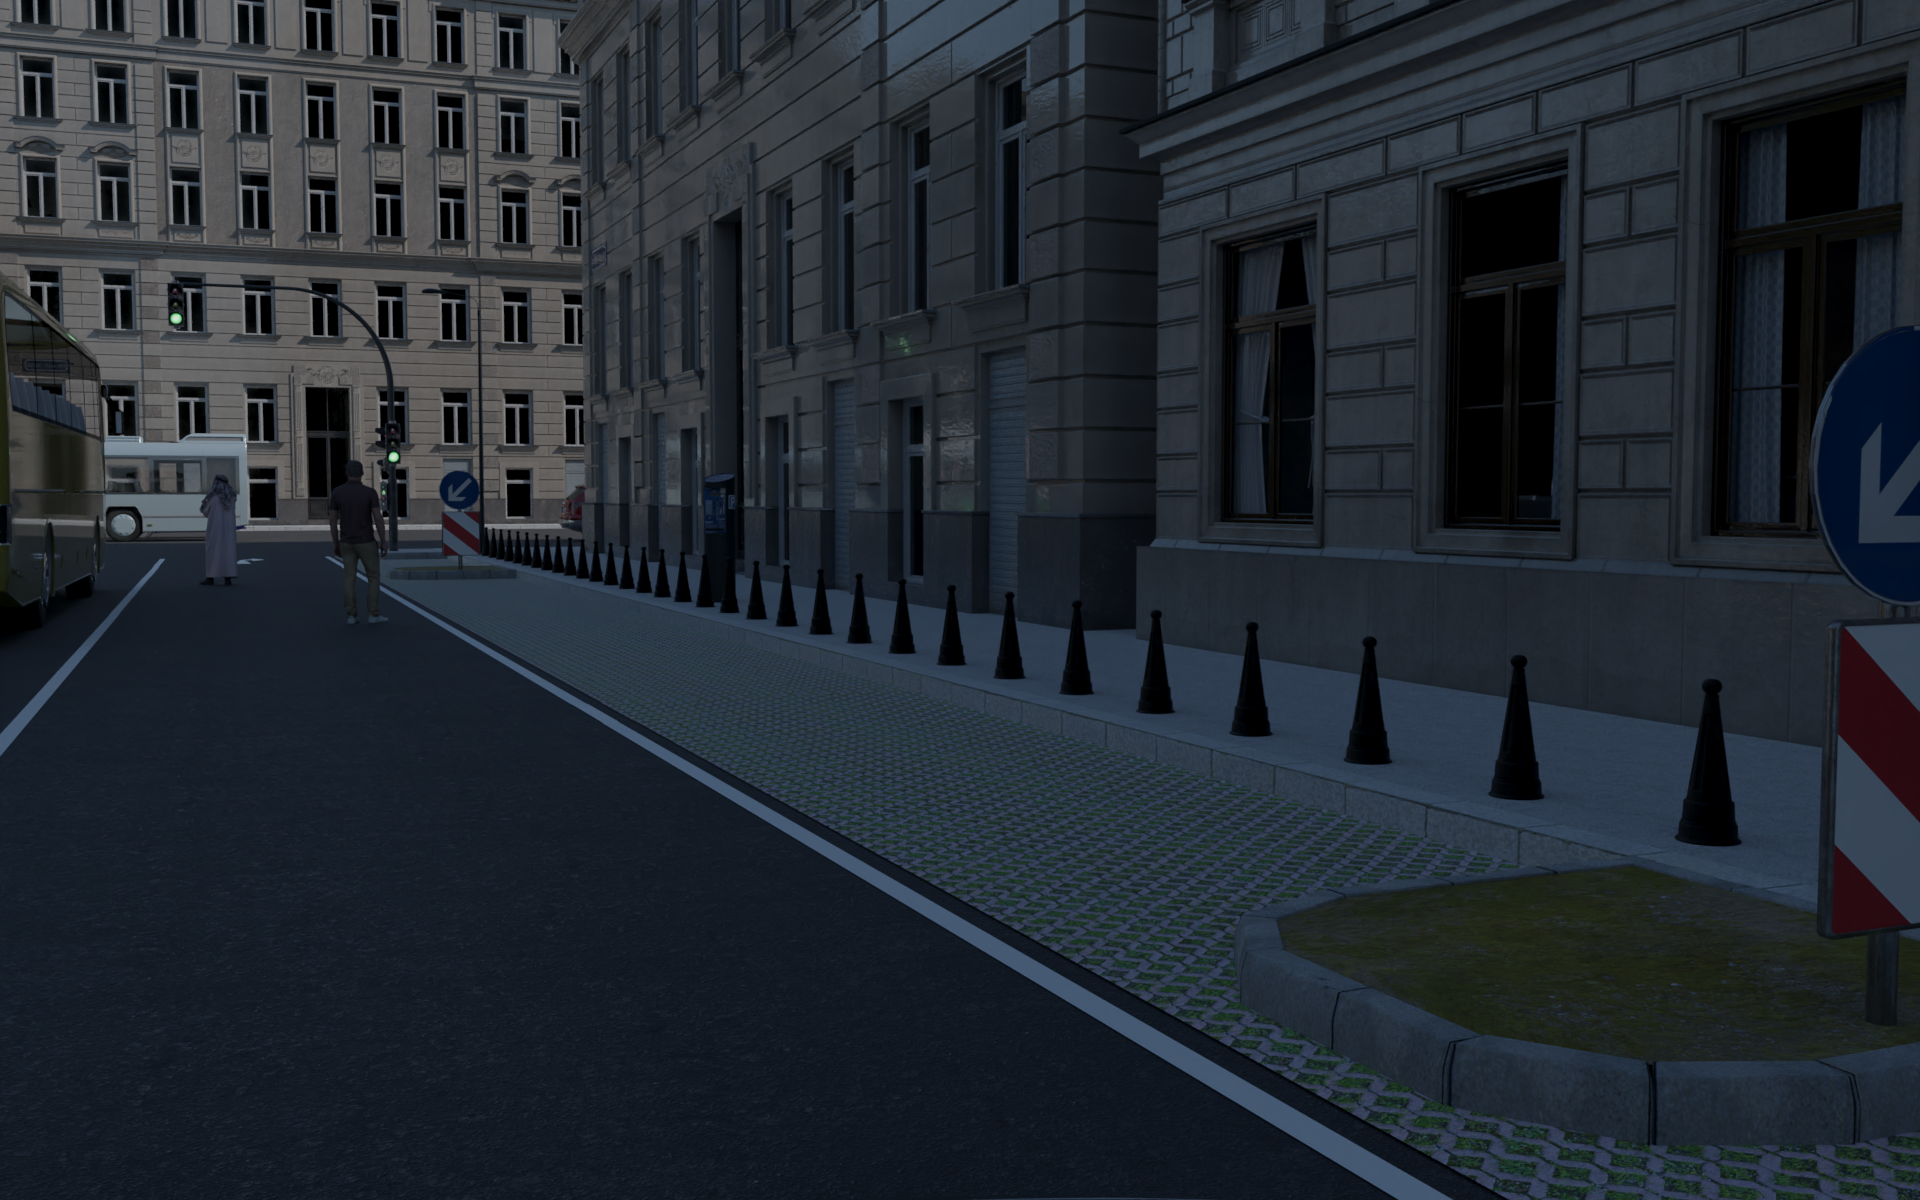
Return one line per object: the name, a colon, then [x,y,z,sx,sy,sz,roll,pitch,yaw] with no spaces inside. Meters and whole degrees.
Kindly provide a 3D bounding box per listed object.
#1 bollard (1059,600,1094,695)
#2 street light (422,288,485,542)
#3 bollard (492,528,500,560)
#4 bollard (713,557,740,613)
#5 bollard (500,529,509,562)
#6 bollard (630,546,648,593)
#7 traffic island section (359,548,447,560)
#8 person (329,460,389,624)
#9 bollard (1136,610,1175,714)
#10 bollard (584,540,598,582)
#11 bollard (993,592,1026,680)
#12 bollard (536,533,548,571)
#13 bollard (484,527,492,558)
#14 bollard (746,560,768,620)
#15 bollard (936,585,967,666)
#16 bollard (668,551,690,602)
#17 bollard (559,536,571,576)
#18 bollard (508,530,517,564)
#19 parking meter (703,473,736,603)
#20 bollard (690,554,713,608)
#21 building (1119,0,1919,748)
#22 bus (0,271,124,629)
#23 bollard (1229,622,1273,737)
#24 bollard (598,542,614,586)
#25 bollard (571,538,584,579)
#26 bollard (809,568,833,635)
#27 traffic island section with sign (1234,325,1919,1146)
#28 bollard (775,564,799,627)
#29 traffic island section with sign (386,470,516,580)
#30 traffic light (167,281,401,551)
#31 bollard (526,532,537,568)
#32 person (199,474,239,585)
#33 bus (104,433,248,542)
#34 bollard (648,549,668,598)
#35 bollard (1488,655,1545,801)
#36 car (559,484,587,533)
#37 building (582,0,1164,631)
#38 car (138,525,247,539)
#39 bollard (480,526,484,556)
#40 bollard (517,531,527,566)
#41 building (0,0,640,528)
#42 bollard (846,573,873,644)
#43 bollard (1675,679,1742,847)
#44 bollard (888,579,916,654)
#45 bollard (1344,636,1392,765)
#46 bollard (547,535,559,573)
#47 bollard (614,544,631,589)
bollard: [0.750,0.301,11.127,0.229,0.601,0.229,0,3,0]
street light: [-11.481,-4.092,39.453,1.470,5.913,1.316,-1,4,-23]
bollard: [-8.973,-1.091,33.878,0.229,0.601,0.229,0,3,0]
bollard: [-2.491,-0.163,18.704,0.229,0.601,0.229,0,3,0]
bollard: [-8.566,-1.033,32.931,0.229,0.601,0.229,0,3,0]
bollard: [-4.104,-0.394,22.487,0.229,0.601,0.229,0,3,0]
traffic island section: [-12.747,-1.025,39.037,2.009,0.180,2.903,-1,4,-23]
person: [-6.665,-0.649,19.247,0.598,1.807,0.434,0,4,7]
bollard: [1.152,0.358,10.182,0.229,0.601,0.229,0,3,0]
bollard: [-5.324,-0.568,25.335,0.229,0.601,0.229,0,3,0]
bollard: [0.345,0.243,12.071,0.229,0.601,0.229,0,3,0]
bollard: [-6.944,-0.801,29.134,0.229,0.601,0.229,0,3,0]
bollard: [-9.378,-1.149,34.829,0.229,0.601,0.229,0,3,0]
bollard: [-2.087,-0.105,17.759,0.229,0.601,0.229,0,3,0]
bollard: [-0.064,0.185,13.023,0.229,0.601,0.229,0,3,0]
bollard: [-3.297,-0.278,20.595,0.229,0.601,0.229,0,3,0]
bollard: [-6.127,-0.684,27.225,0.229,0.601,0.229,0,3,0]
bollard: [-8.159,-0.975,31.979,0.229,0.601,0.229,0,3,0]
parking meter: [-2.856,-0.744,20.580,0.372,1.533,0.369,0,3,0]
bollard: [-2.893,-0.221,19.650,0.229,0.601,0.229,0,3,0]
building: [9.445,-8.784,8.244,10.561,19.102,19.286,-1,4,-23]
bus: [-12.003,-1.783,20.692,2.896,3.916,12.252,-1,4,-22]
bollard: [1.555,0.416,9.237,0.229,0.601,0.229,0,3,0]
bollard: [-4.915,-0.510,24.383,0.229,0.601,0.229,0,3,0]
bollard: [-5.725,-0.626,26.281,0.229,0.601,0.229,0,3,0]
bollard: [-1.274,0.011,15.856,0.229,0.601,0.229,0,3,0]
traffic island section with sign: [1.864,0.235,4.780,1.989,1.847,2.006,-1,4,-23]
bollard: [-1.683,-0.047,16.812,0.229,0.601,0.229,0,3,0]
traffic island section with sign: [-8.771,-1.288,29.682,1.989,1.847,2.006,-1,4,-23]
traffic light: [-14.678,-3.871,37.953,4.771,5.953,1.251,-1,4,-23]
bollard: [-7.353,-0.859,30.090,0.229,0.601,0.229,0,3,0]
person: [-11.681,-1.113,27.373,0.621,1.740,0.551,2,4,25]
bus: [-28.295,-3.456,51.359,13.247,3.499,2.948,-1,4,-23]
bollard: [-3.703,-0.336,21.538,0.229,0.601,0.229,0,3,0]
bollard: [2.364,0.532,7.342,0.229,0.601,0.229,0,3,0]
car: [-9.655,-2.741,53.482,5.304,1.827,2.281,-1,4,-23]
building: [1.553,-14.156,28.717,12.463,27.353,25.104,-1,4,-23]
car: [-25.506,-2.706,56.823,3.894,1.354,1.945,-1,4,-23]
bollard: [-9.786,-1.208,35.787,0.229,0.601,0.229,0,3,0]
bollard: [-7.756,-0.917,31.034,0.229,0.601,0.229,0,3,0]
building: [-28.017,-17.008,75.337,25.104,27.353,12.463,-1,4,-23]
bollard: [-0.866,0.069,14.913,0.229,0.601,0.229,0,3,0]
bollard: [2.769,0.590,6.393,0.229,0.601,0.229,0,3,0]
bollard: [-0.466,0.127,13.968,0.229,0.601,0.229,0,3,0]
bollard: [1.957,0.474,8.292,0.229,0.601,0.229,0,3,0]
bollard: [-6.534,-0.742,28.179,0.229,0.601,0.229,0,3,0]
bollard: [-4.508,-0.452,23.432,0.229,0.601,0.229,0,3,0]
